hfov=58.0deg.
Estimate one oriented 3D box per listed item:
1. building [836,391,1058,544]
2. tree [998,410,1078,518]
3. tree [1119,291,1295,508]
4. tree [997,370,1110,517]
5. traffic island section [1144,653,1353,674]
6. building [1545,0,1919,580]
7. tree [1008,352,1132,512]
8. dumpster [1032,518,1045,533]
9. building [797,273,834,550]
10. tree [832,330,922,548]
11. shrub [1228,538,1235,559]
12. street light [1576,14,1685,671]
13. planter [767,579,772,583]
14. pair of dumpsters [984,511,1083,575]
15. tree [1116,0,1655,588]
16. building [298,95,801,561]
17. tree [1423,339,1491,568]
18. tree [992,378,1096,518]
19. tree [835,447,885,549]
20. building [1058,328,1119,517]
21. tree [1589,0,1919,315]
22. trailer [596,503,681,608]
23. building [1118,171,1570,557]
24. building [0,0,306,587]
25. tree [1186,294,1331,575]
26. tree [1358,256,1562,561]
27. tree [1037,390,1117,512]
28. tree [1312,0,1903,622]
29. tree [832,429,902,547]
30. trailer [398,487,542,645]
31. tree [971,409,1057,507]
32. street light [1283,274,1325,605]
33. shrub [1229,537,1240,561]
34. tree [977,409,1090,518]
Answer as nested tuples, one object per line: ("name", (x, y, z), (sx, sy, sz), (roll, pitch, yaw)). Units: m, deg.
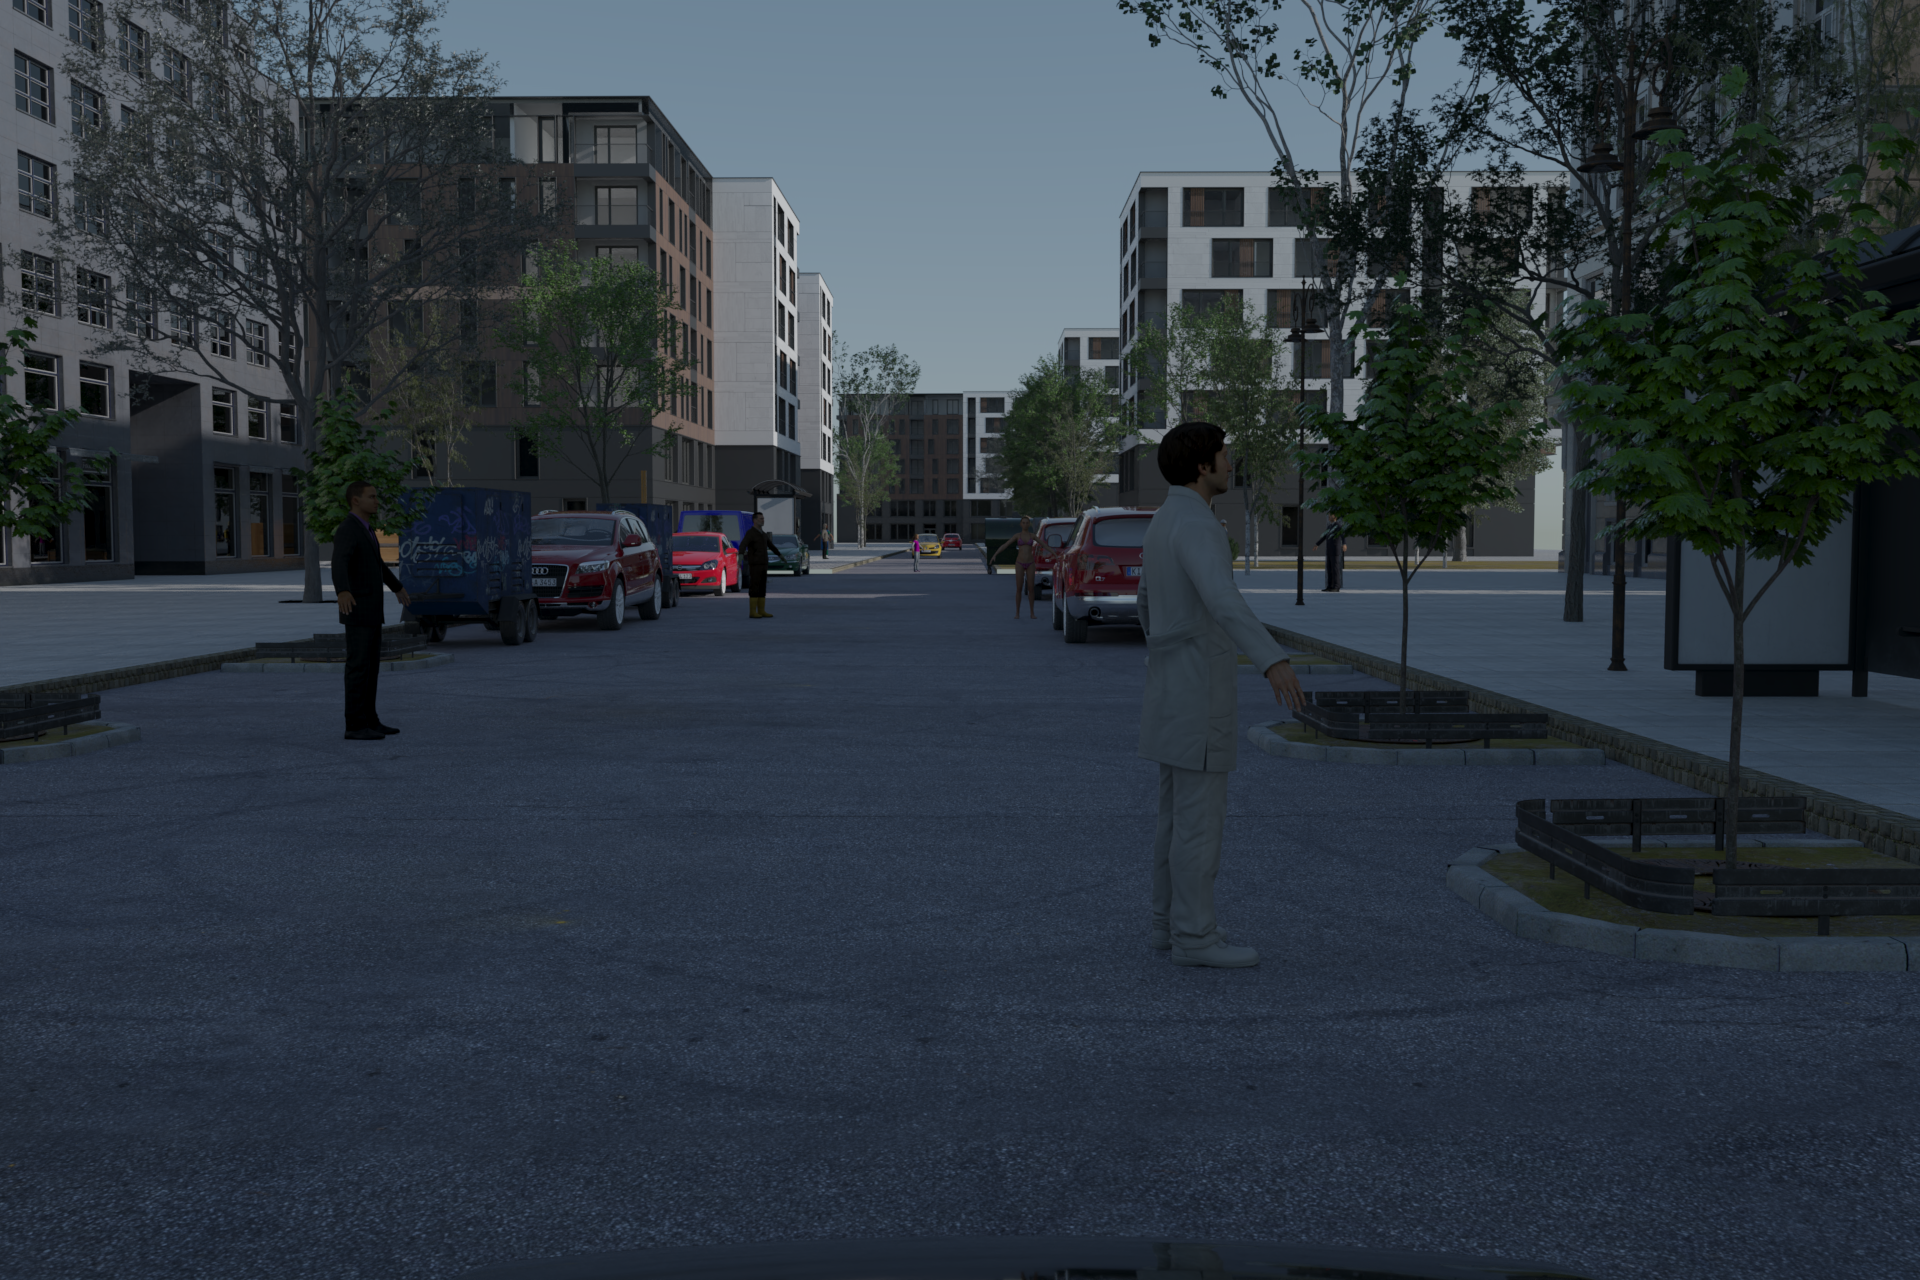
("building", (-1.106, -25.275, 259.671), (32.646, 21.610, 27.936), (0, 4, 3))
("tree", (6.749, -13.333, 136.115), (7.486, 12.596, 7.792), (0, 3, 0))
("tree", (10.747, -9.168, 75.655), (9.928, 11.665, 9.643), (0, 3, 0))
("tree", (5.987, -11.290, 110.343), (9.928, 11.665, 9.643), (0, 3, 0))
("traffic island section", (3.023, 0.255, 18.690), (1.991, 0.108, 1.994), (0, 3, 0))
("building", (26.010, -15.969, 47.001), (13.634, 28.700, 20.117), (0, 4, 1))
("tree", (6.326, -10.650, 99.890), (9.928, 11.665, 9.643), (0, 3, 0))
("dumpster", (2.789, -2.253, 45.048), (1.865, 1.857, 1.264), (0, 4, -1))
("building", (-24.870, -17.701, 133.393), (27.936, 21.610, 32.646), (0, 3, 0))
("tree", (-10.216, -18.522, 158.721), (12.611, 20.169, 13.585), (0, 3, 0))
("shrub", (10.640, -3.610, 70.139), (1.383, 1.207, 1.383), (0, 3, 0))
("street light", (6.185, -2.650, 16.115), (0.468, 5.910, 1.993), (0, 4, 1))
("planter", (-6.562, -1.819, 50.888), (1.991, 0.319, 1.994), (0, 4, 0))
("pair of dumpsters", (3.070, -3.465, 61.597), (4.436, 2.255, 1.574), (0, 4, 1))
("tree", (10.231, -11.262, 40.023), (12.611, 20.169, 13.585), (0, 3, 0))
("building", (-24.686, -15.511, 97.572), (27.936, 21.610, 32.646), (0, 4, 1))
("tree", (18.332, -7.024, 65.207), (4.360, 8.622, 3.978), (0, 3, 0))
("tree", (5.994, -12.538, 123.119), (7.486, 12.596, 7.792), (0, 3, 0))
("tree", (-8.861, -12.038, 147.189), (4.360, 8.622, 3.978), (0, 3, 0))
("building", (24.430, -21.051, 188.161), (27.936, 21.610, 32.646), (0, 4, 1))
("tree", (8.891, -4.068, 16.868), (4.360, 8.622, 3.978), (0, 3, 0))
("trailer", (-6.280, -1.585, 32.969), (1.471, 1.999, 3.904), (0, 4, 0))
("building", (24.208, -16.522, 114.106), (27.936, 21.610, 32.646), (0, 4, 0))
("building", (-28.236, -14.201, 50.593), (11.959, 24.771, 22.079), (0, 4, 0))
("tree", (9.202, -6.324, 53.755), (4.737, 8.622, 4.395), (0, 3, 0))
("tree", (23.591, -10.679, 81.259), (9.857, 13.997, 8.962), (0, 3, 0))
("tree", (5.677, -8.527, 89.775), (4.360, 8.622, 3.978), (0, 3, 0))
("tree", (8.785, -5.528, 24.796), (8.767, 10.594, 7.601), (2, 4, 33))
("tree", (-9.250, -14.918, 169.672), (9.928, 11.665, 9.643), (0, 3, 0))
("trailer", (-6.360, -0.905, 21.844), (1.471, 1.999, 3.904), (0, 4, 0))
("tree", (6.178, -15.483, 163.517), (12.009, 13.543, 11.850), (0, 3, 0))
("street light", (6.132, -3.564, 31.062), (0.468, 5.910, 1.993), (0, 3, 0))
("shrub", (12.264, -4.149, 78.961), (1.383, 1.207, 1.383), (0, 3, 0))
("tree", (6.272, -14.554, 148.322), (12.009, 13.543, 11.850), (0, 3, 0))
